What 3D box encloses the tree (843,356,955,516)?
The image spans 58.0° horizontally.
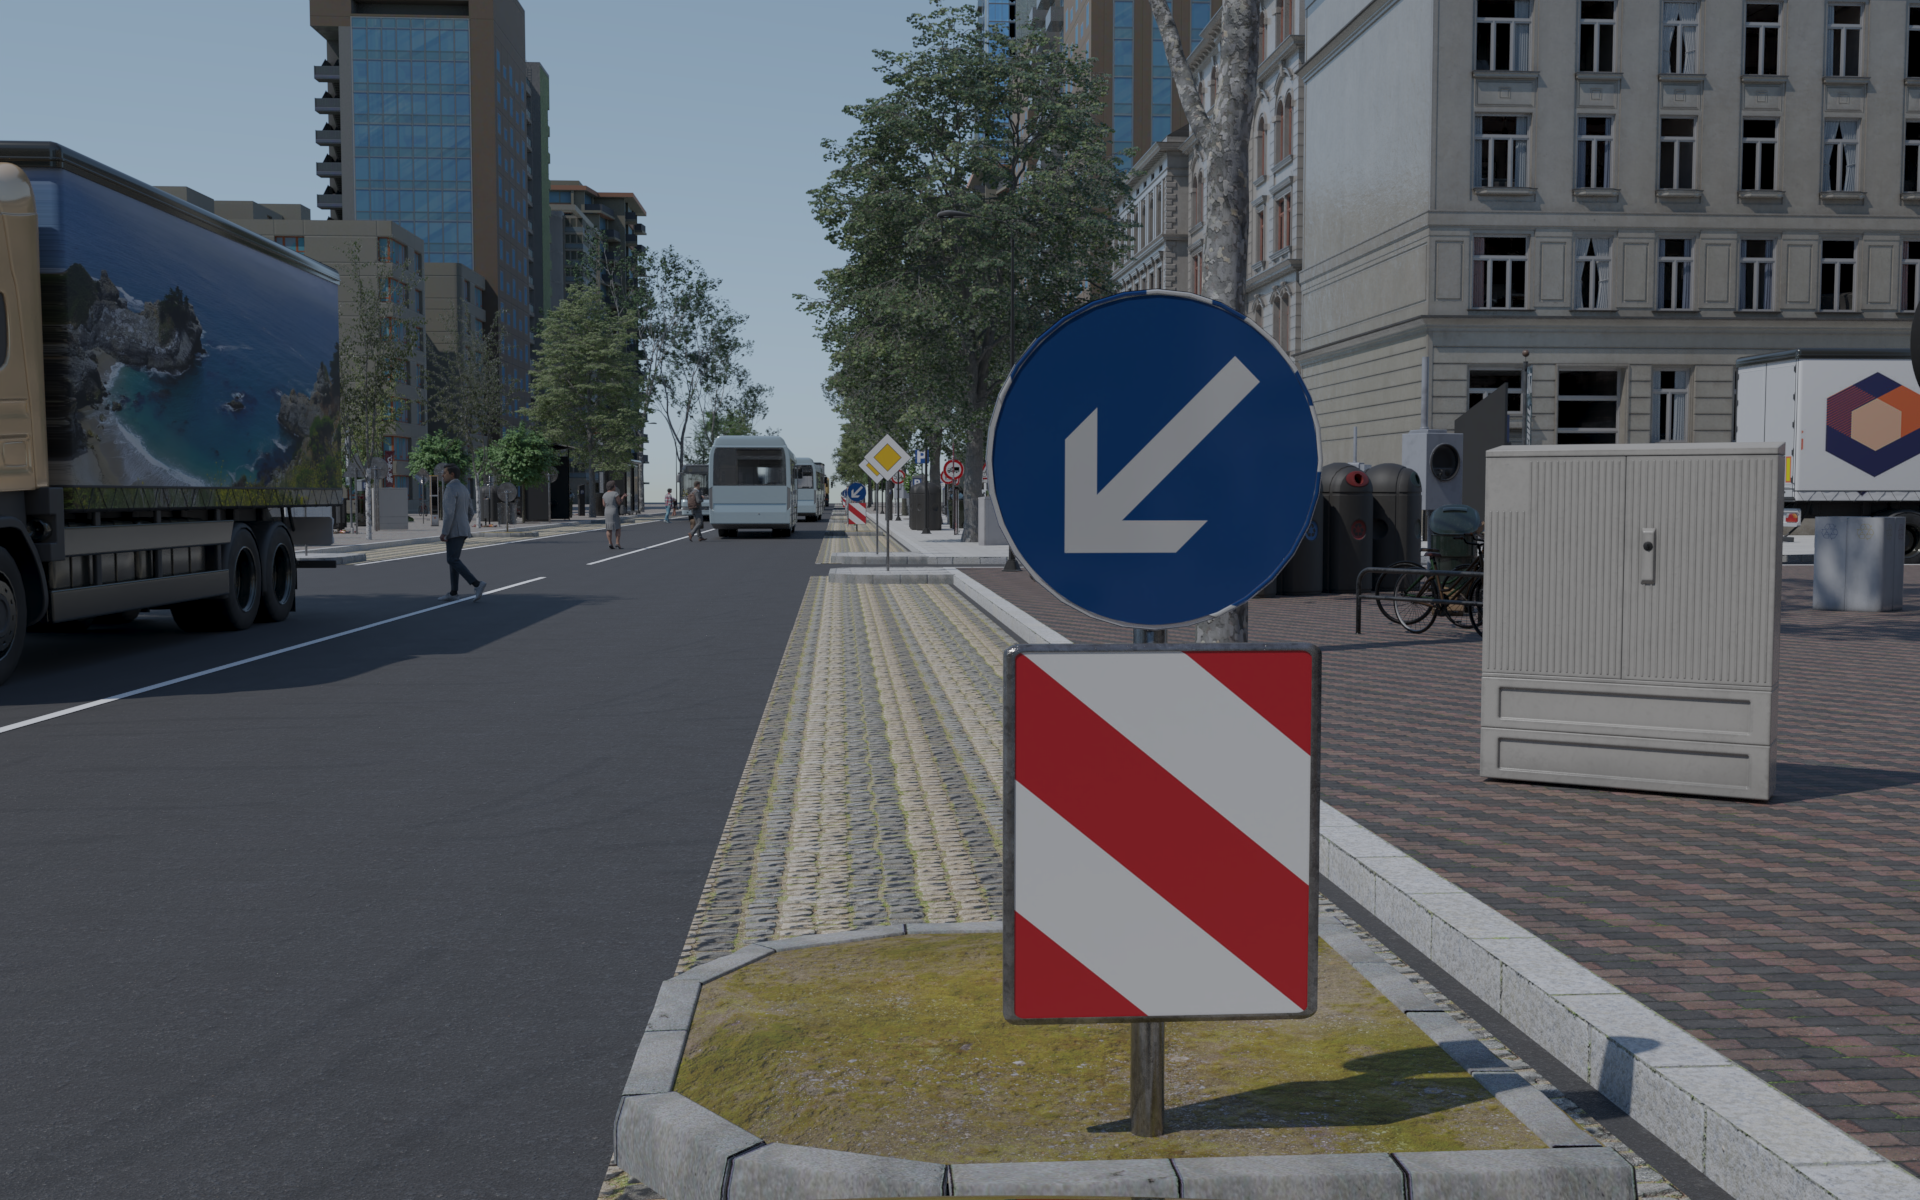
[{"bbox_3d":[-3.432,-10.765,101.756,9.928,11.665,9.643,0,3,0],"label":"tree"}]

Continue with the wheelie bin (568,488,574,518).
[{"bbox_3d":[-21.200,-5.220,93.253,0.980,1.594,0.693,-3,5,-40],"label":"wheelie bin"}]

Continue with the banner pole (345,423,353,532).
[{"bbox_3d":[-20.945,-4.240,59.343,0.401,3.779,0.863,-2,4,-34],"label":"banner pole"}]

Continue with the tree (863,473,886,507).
[{"bbox_3d":[-8.310,-11.852,177.486,4.285,4.588,4.351,0,3,0],"label":"tree"}]

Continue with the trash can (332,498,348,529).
[{"bbox_3d":[-22.679,-3.149,63.143,0.748,1.137,0.748,0,3,0],"label":"trash can"}]

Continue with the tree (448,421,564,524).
[{"bbox_3d":[-19.026,-5.624,75.662,4.285,4.588,4.351,0,3,0],"label":"tree"}]

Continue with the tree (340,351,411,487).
[{"bbox_3d":[-30.031,-8.423,88.080,4.737,8.622,4.395,0,3,0],"label":"tree"}]

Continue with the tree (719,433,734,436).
[{"bbox_3d":[-27.767,-15.593,205.302,4.360,8.622,3.978,0,3,0],"label":"tree"}]

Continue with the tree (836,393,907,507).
[{"bbox_3d":[-8.529,-15.446,170.664,7.486,12.596,7.792,0,3,0],"label":"tree"}]

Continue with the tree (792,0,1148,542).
[{"bbox_3d":[0.461,-8.513,45.837,9.857,13.997,8.962,0,3,0],"label":"tree"}]

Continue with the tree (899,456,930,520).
[{"bbox_3d":[-2.360,-5.667,87.255,1.663,3.219,1.824,0,3,0],"label":"tree"}]

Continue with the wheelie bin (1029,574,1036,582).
[{"bbox_3d":[1.392,-1.059,25.216,0.693,1.594,0.980,-1,4,-20],"label":"wheelie bin"}]

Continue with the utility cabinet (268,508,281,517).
[{"bbox_3d":[-17.616,-2.159,43.975,1.173,1.500,0.318,-2,4,-30],"label":"utility cabinet"}]

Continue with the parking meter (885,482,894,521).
[{"bbox_3d":[-3.420,-4.778,83.828,0.399,1.863,0.255,0,4,1],"label":"parking meter"}]

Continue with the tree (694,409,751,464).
[{"bbox_3d":[-29.044,-17.472,211.428,9.928,11.665,9.643,0,3,0],"label":"tree"}]

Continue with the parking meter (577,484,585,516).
[{"bbox_3d":[-22.136,-5.841,101.214,0.399,1.863,0.255,-2,4,-34],"label":"parking meter"}]

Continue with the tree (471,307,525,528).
[{"bbox_3d":[-18.078,-6.973,64.365,4.360,8.622,3.978,0,3,0],"label":"tree"}]

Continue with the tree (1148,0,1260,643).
[{"bbox_3d":[3.289,-9.675,14.082,12.611,20.169,13.585,0,3,0],"label":"tree"}]

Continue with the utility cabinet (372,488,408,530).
[{"bbox_3d":[-20.234,-3.229,61.479,1.173,1.500,0.318,-2,4,-30],"label":"utility cabinet"}]

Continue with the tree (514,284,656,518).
[{"bbox_3d":[-20.363,-10.772,94.256,7.486,12.596,7.792,0,3,0],"label":"tree"}]

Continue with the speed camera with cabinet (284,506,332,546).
[{"bbox_3d":[-16.516,-2.942,42.436,2.038,3.252,0.660,-3,5,-43],"label":"speed camera with cabinet"}]

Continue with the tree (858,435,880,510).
[{"bbox_3d":[-6.544,-11.696,141.592,4.737,8.622,4.395,0,3,0],"label":"tree"}]

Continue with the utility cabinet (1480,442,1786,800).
[{"bbox_3d":[2.892,0.072,7.500,1.173,1.500,0.318,2,4,30],"label":"utility cabinet"}]

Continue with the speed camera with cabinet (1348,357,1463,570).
[{"bbox_3d":[6.163,-1.850,24.583,2.038,3.252,0.660,-2,4,-25],"label":"speed camera with cabinet"}]

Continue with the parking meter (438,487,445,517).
[{"bbox_3d":[-28.320,-5.435,94.576,0.399,1.863,0.255,-3,4,-38],"label":"parking meter"}]

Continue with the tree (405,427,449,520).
[{"bbox_3d":[-25.428,-6.187,84.875,4.285,4.588,4.351,0,3,0],"label":"tree"}]

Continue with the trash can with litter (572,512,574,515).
[{"bbox_3d":[-23.353,-5.562,102.332,1.055,1.170,0.624,0,4,4],"label":"trash can with litter"}]

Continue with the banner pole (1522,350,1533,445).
[{"bbox_3d":[9.773,-2.439,29.889,0.401,3.779,0.863,0,4,8],"label":"banner pole"}]

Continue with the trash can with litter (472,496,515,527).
[{"bbox_3d":[-18.393,-3.445,67.386,1.678,1.210,2.233,-2,4,-31],"label":"trash can with litter"}]

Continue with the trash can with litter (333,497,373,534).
[{"bbox_3d":[-20.189,-2.787,56.624,1.678,1.210,2.233,-2,4,-25],"label":"trash can with litter"}]

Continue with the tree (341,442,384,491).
[{"bbox_3d":[-35.612,-7.258,102.375,4.285,4.588,4.351,0,3,0],"label":"tree"}]

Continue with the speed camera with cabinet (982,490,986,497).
[{"bbox_3d":[1.319,-4.441,66.951,2.038,3.252,0.660,3,4,37],"label":"speed camera with cabinet"}]

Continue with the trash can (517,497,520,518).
[{"bbox_3d":[-23.478,-4.984,93.138,0.748,1.137,0.748,0,3,0],"label":"trash can"}]

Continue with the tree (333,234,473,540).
[{"bbox_3d":[-16.883,-6.011,48.644,4.360,8.622,3.978,0,3,0],"label":"tree"}]

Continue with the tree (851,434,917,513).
[{"bbox_3d":[-4.491,-10.040,114.517,4.360,8.622,3.978,0,3,0],"label":"tree"}]

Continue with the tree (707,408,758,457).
[{"bbox_3d":[-29.585,-18.988,228.574,7.486,12.596,7.792,0,3,0],"label":"tree"}]

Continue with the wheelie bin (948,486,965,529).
[{"bbox_3d":[-0.078,-3.462,64.508,0.693,1.594,0.980,-1,4,-21],"label":"wheelie bin"}]

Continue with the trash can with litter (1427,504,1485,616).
[{"bbox_3d":[5.342,-0.440,18.584,0.624,1.170,1.055,1,4,18],"label":"trash can with litter"}]

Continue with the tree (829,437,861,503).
[{"bbox_3d":[-14.782,-20.597,253.769,9.611,12.733,9.660,0,3,0],"label":"tree"}]

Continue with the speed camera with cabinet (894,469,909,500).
[{"bbox_3d":[-2.610,-6.074,93.639,2.038,3.252,0.660,3,4,37],"label":"speed camera with cabinet"}]

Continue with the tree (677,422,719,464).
[{"bbox_3d":[-25.677,-13.530,171.575,4.737,8.622,4.395,0,3,0],"label":"tree"}]
